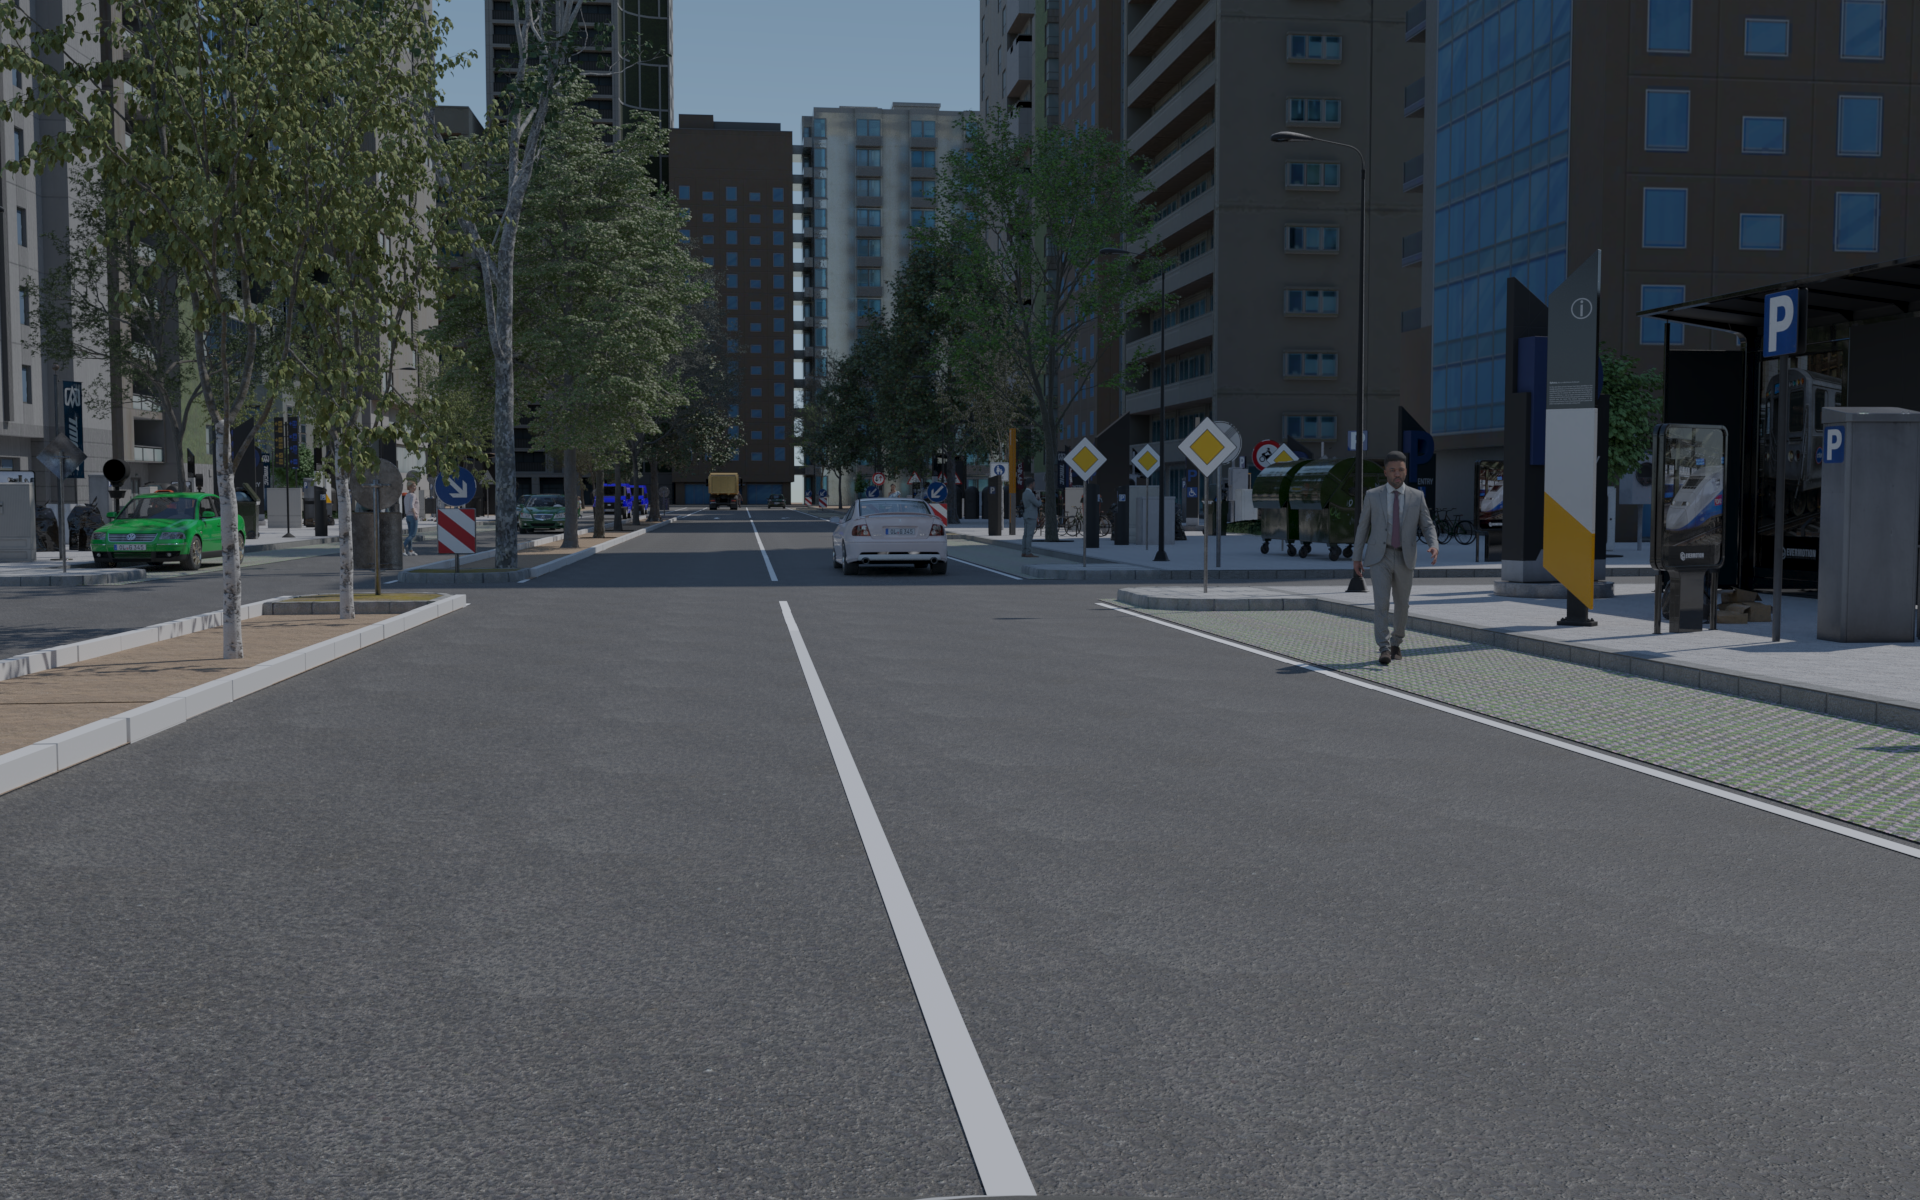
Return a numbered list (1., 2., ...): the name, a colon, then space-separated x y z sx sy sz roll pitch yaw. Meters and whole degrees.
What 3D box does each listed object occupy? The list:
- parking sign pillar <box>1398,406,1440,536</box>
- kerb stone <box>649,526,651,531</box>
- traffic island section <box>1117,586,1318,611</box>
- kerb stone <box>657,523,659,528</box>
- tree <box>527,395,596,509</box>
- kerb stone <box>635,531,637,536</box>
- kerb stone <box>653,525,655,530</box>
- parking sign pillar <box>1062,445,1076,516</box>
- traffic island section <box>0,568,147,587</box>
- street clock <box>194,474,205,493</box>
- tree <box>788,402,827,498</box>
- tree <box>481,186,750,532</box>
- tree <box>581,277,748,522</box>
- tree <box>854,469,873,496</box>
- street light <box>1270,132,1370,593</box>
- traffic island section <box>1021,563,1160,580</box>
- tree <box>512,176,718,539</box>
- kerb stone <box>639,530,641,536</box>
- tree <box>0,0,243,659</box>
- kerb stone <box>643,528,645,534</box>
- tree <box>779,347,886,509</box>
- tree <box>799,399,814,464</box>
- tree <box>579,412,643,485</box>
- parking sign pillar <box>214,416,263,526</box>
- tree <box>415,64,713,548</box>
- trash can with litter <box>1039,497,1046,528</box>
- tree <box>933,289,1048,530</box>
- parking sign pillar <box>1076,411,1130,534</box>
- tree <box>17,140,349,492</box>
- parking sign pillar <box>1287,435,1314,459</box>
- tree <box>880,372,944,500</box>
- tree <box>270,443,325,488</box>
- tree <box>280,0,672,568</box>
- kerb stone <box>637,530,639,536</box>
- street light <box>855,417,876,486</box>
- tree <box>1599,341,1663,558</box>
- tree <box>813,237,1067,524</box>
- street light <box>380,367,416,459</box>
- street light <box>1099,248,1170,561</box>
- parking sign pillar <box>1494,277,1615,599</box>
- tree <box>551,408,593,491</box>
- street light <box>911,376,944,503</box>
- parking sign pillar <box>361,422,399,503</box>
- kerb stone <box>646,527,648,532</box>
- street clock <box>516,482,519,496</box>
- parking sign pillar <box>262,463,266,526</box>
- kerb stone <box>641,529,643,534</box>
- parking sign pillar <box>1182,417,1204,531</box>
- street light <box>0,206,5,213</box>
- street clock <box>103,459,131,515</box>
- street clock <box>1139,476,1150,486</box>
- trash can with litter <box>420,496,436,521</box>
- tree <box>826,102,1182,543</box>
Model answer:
1. parking sign pillar: 14.060 -3.965 53.307 1.447 3.967 1.447 -2 4 -34
2. kerb stone: -11.766 -2.609 64.845 0.120 0.150 1.000 0 4 -7
3. traffic island section: 3.206 -0.013 22.498 2.009 0.180 2.903 0 4 -7
4. kerb stone: -12.535 -2.979 70.947 0.120 0.150 1.000 0 4 -7
5. tree: -32.613 -13.135 149.166 8.767 10.594 7.601 -2 4 -31
6. kerb stone: -10.742 -2.112 56.721 0.120 0.150 1.000 0 4 -7
7. kerb stone: -12.145 -2.795 67.899 0.120 0.150 1.000 0 4 -7
8. parking sign pillar: 6.310 -6.491 94.603 1.447 3.967 1.447 1 4 23
9. traffic island section: -14.653 -0.368 28.304 2.009 0.180 2.903 0 4 -7
10. street clock: -27.024 -3.486 61.569 0.358 2.002 0.471 -2 4 -29
11. tree: -14.360 -15.594 180.713 9.928 11.665 9.643 0 3 0
12. tree: -13.128 -9.381 66.201 12.009 13.543 11.850 0 3 0
13. tree: -15.761 -10.372 89.053 9.611 12.733 9.660 0 3 0
14. tree: -7.566 -8.310 130.463 1.663 3.219 1.824 0 3 0
15. street light: 4.669 -3.053 22.453 1.470 5.913 1.316 0 4 -7
16. traffic island section: 2.205 -0.498 30.421 2.009 0.180 2.903 0 4 -7
17. tree: -11.500 -7.775 55.328 9.928 11.665 9.643 0 3 0
18. kerb stone: -11.001 -2.236 58.750 0.120 0.150 1.000 0 4 -7
19. tree: -6.227 -3.773 14.514 4.737 8.622 4.395 0 3 0
20. kerb stone: -11.249 -2.359 60.783 0.120 0.150 1.000 0 4 -7
21. tree: -10.198 -14.366 145.248 12.009 13.543 11.850 0 3 0
22. tree: -5.361 -12.061 114.208 9.611 12.733 9.660 0 3 0
23. tree: -35.957 -16.674 179.268 9.857 13.997 8.962 0 3 0
24. parking sign pillar: -25.046 -4.367 59.865 1.447 3.967 1.447 -1 4 -20
25. tree: -10.489 -7.671 46.011 7.486 12.596 7.792 0 3 0
26. trash can with litter: 3.171 -3.276 64.945 0.624 1.170 1.055 0 4 5
27. tree: 1.263 -6.790 61.373 4.360 8.622 3.978 0 3 0
28. parking sign pillar: 4.844 -4.134 56.060 1.447 3.967 1.447 -2 4 -31
29. tree: -19.880 -6.723 44.332 8.767 10.594 7.601 -1 4 -13
30. parking sign pillar: 15.312 -5.494 78.296 1.447 3.967 1.447 3 5 41
31. tree: -2.055 -8.402 87.738 4.737 8.622 4.395 0 3 0
32. tree: -38.230 -7.072 99.348 4.285 4.588 4.351 0 3 0
33. tree: -10.012 -10.701 33.310 12.611 20.169 13.585 0 3 0
34. kerb stone: -10.875 -2.174 57.735 0.120 0.150 1.000 0 4 -7
35. street light: -5.621 -8.034 103.890 1.470 5.913 1.316 0 4 -7
36. tree: 12.939 -3.162 35.406 4.285 4.588 4.351 0 3 0
37. tree: -0.373 -9.649 74.775 9.611 12.733 9.660 0 3 0
38. street light: -20.582 -5.554 63.355 1.470 5.913 1.316 0 4 -7
39. street light: 3.315 -3.692 32.903 1.470 5.913 1.316 0 4 -7
40. parking sign pillar: 7.488 -2.035 21.738 1.447 3.967 1.447 -1 4 -21
41. tree: -30.673 -11.510 138.544 4.360 8.622 3.978 0 3 0
42. street light: -1.215 -5.849 68.171 1.470 5.913 1.316 0 4 -7
43. parking sign pillar: -21.680 -4.662 64.694 1.447 3.967 1.447 0 4 -7
44. kerb stone: -11.510 -2.484 62.812 0.120 0.150 1.000 0 4 -7
45. street clock: -24.849 -5.631 96.642 0.471 2.002 0.358 -1 4 -13
46. parking sign pillar: -28.979 -5.002 70.261 1.447 3.967 1.447 -2 4 -35
47. kerb stone: -11.121 -2.296 59.765 0.120 0.150 1.000 0 4 -7
48. parking sign pillar: 8.114 -4.396 60.349 1.447 3.967 1.447 1 4 9
49. street light: -16.037 -3.385 27.886 1.470 5.913 1.316 0 4 -7
50. street clock: -17.371 -1.905 35.720 0.471 2.002 0.358 0 4 -2
51. street clock: 7.328 -3.952 69.189 0.358 2.002 0.471 -3 4 -37
52. trash can with litter: -24.692 -4.341 82.036 2.233 1.210 1.678 -1 4 -9
53. tree: 2.365 -7.366 46.188 9.928 11.665 9.643 0 3 0
